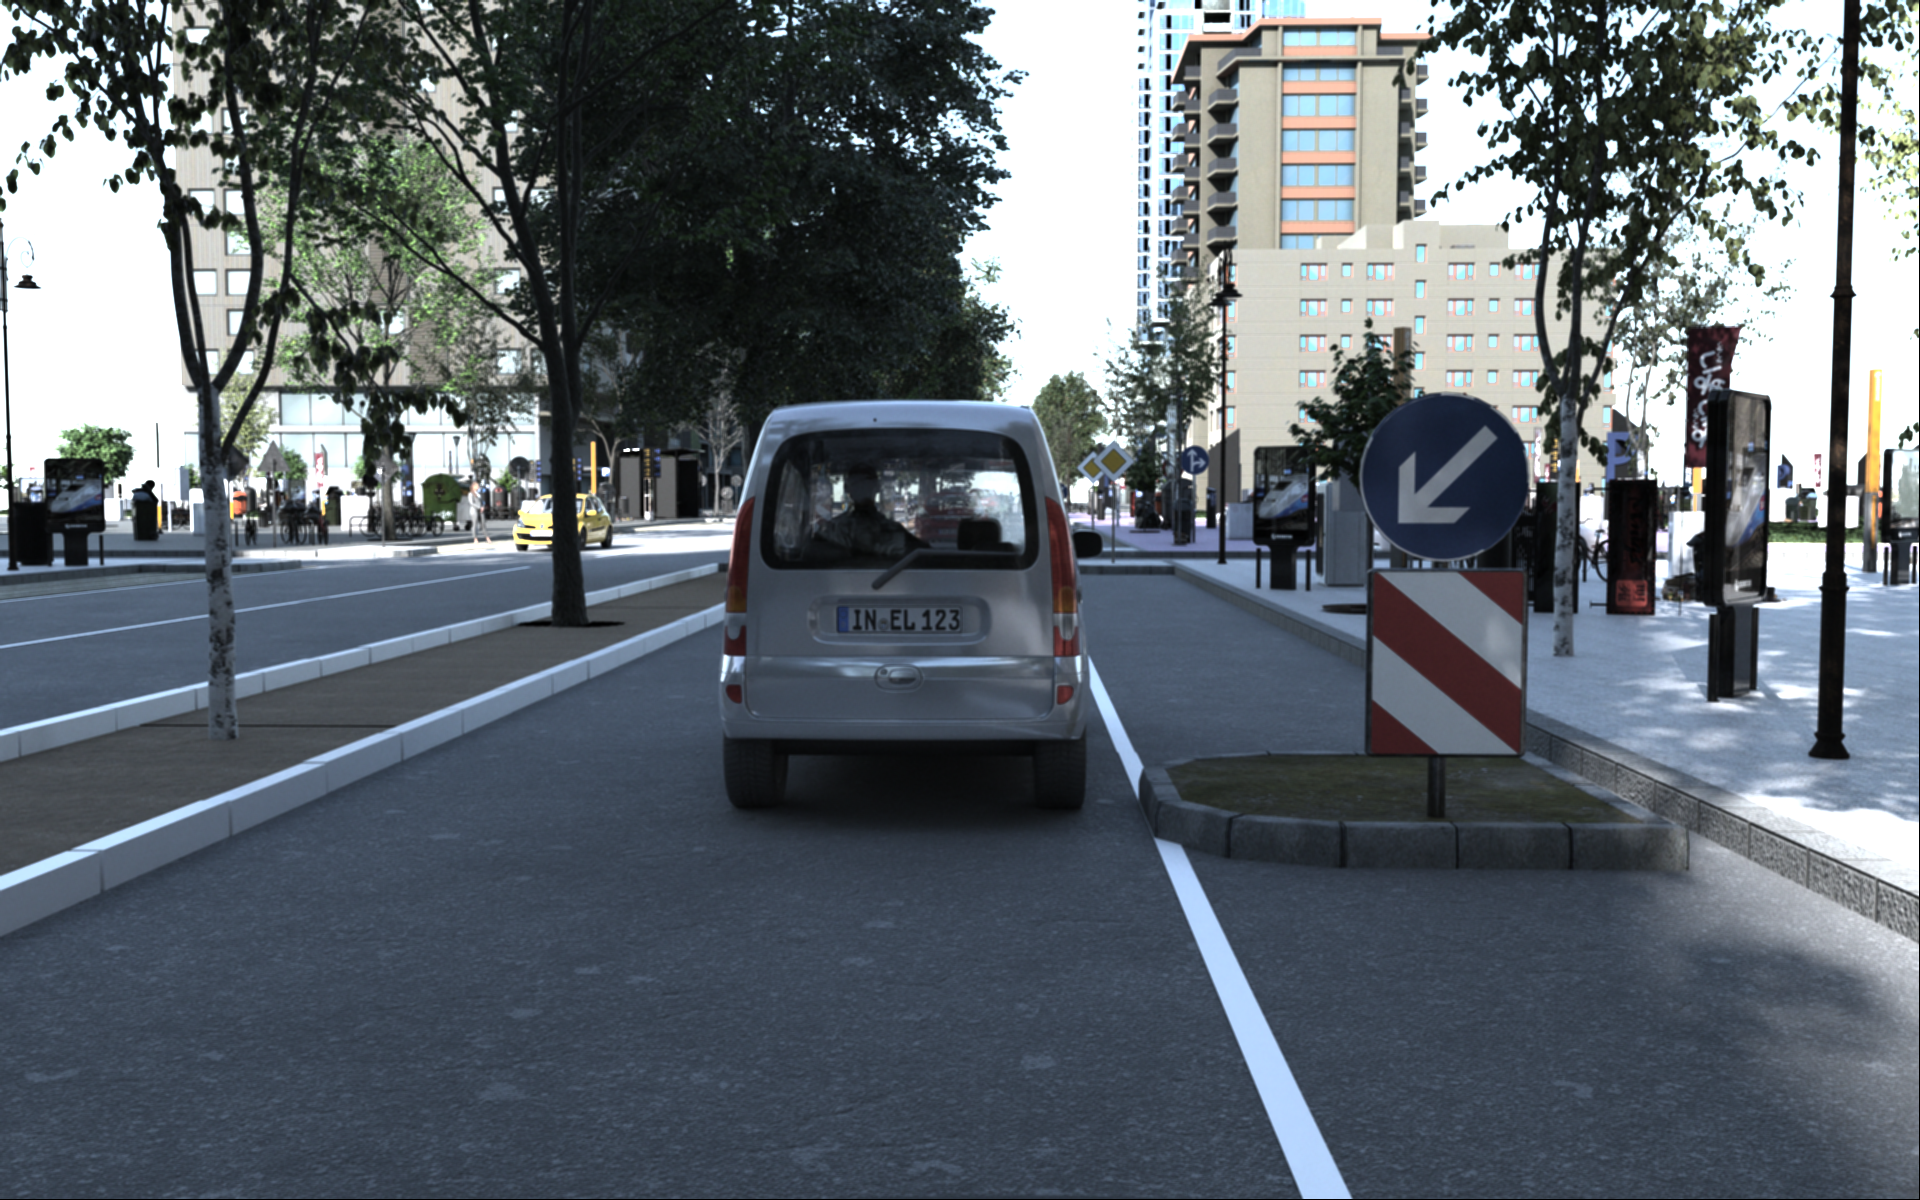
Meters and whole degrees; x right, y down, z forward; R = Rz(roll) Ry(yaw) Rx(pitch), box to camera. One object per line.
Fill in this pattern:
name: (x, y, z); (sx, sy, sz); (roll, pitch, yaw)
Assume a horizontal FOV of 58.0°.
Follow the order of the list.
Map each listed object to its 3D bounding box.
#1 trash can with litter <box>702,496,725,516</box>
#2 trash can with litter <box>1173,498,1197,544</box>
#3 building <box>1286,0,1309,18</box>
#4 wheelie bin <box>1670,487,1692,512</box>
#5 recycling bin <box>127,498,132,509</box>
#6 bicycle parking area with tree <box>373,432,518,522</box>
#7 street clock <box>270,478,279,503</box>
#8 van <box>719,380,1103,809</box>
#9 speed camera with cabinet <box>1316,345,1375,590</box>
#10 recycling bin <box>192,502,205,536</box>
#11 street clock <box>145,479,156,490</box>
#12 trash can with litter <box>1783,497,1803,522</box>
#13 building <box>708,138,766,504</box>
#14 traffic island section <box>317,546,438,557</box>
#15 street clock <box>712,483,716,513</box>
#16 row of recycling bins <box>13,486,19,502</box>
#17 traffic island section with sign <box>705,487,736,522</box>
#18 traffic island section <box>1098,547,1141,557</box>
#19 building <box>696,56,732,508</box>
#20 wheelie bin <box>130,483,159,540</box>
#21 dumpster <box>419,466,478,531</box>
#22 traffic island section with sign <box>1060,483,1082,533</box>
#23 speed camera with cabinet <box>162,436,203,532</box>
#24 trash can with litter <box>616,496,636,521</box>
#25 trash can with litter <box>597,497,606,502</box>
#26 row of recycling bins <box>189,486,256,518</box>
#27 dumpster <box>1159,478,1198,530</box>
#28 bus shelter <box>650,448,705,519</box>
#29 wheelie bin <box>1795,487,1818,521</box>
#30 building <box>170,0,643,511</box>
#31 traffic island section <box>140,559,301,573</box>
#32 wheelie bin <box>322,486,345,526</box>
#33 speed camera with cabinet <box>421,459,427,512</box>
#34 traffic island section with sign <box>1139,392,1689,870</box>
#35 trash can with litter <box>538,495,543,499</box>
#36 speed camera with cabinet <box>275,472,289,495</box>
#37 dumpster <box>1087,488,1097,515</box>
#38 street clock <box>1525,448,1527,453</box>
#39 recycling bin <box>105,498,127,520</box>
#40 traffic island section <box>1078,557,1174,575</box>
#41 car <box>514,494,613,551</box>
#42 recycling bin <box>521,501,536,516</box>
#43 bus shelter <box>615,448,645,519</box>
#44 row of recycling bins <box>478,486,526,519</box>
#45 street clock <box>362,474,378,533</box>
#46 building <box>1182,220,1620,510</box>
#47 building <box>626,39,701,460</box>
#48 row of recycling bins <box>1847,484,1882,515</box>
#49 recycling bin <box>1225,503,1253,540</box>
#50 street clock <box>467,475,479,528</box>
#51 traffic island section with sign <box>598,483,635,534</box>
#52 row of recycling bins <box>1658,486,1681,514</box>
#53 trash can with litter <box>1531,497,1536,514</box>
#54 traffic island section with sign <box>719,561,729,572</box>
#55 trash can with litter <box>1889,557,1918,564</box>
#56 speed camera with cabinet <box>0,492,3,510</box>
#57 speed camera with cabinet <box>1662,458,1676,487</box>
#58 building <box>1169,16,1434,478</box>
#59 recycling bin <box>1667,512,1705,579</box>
trash can with litter: (-14.919, -5.534, 101.541); (2.233, 1.210, 1.678); (0, 3, 0)
trash can with litter: (5.830, -2.057, 45.017); (0.624, 1.170, 1.055); (1, 4, 8)
building: (33.292, -55.779, 224.658); (22.319, 86.520, 31.000); (0, 4, 2)
wheelie bin: (31.739, -4.168, 76.051); (0.980, 1.594, 0.693); (0, 4, -4)
recycling bin: (-47.994, -5.327, 99.658); (0.722, 1.027, 0.722); (2, 4, 30)
bicycle parking area with tree: (-25.020, -5.876, 83.070); (9.016, 4.147, 8.231); (1, 4, 20)
street clock: (-31.656, -4.604, 79.849); (0.471, 2.002, 0.358); (0, 4, -6)
van: (-0.209, -0.138, 9.269); (2.013, 2.044, 4.112); (0, 4, 1)
speed camera with cabinet: (5.329, -1.803, 23.820); (0.660, 3.252, 2.038); (0, 4, 4)
recycling bin: (-23.301, -2.521, 53.781); (0.722, 1.027, 0.722); (2, 4, 27)
street clock: (-39.858, -4.936, 85.278); (0.471, 2.002, 0.358); (-3, 5, -42)
trash can with litter: (33.088, -3.513, 68.823); (0.624, 1.170, 1.055); (2, 4, 32)
building: (-33.093, -37.076, 225.797); (23.786, 49.044, 30.456); (0, 4, 2)
traffic island section: (-13.575, -1.128, 40.728); (2.009, 0.180, 2.903); (0, 4, 2)
street clock: (-16.426, -6.823, 116.123); (0.358, 2.002, 0.471); (-3, 5, -43)
row of recycling bins: (-47.827, -4.991, 88.708); (1.069, 1.692, 3.534); (-1, 4, -9)
traffic island section with sign: (-12.119, -4.973, 89.942); (1.989, 1.847, 2.006); (0, 4, 2)
traffic island section: (3.109, -1.098, 40.230); (2.009, 0.180, 2.903); (0, 4, 2)
building: (-33.273, -44.637, 168.069); (20.563, 71.187, 20.611); (0, 4, 2)
wheelie bin: (-22.662, -2.460, 48.129); (0.693, 1.594, 0.980); (-3, 4, -36)
dumpster: (-17.758, -3.525, 60.127); (1.502, 2.255, 1.985); (0, 4, 2)
traffic island section with sign: (3.437, -3.298, 62.553); (1.989, 1.847, 2.006); (0, 4, 2)
speed camera with cabinet: (-26.268, -3.978, 59.379); (2.038, 3.252, 0.660); (1, 4, 13)
trash can with litter: (-16.822, -4.491, 84.482); (2.233, 1.210, 1.678); (-1, 4, -15)
trash can with litter: (-18.981, -4.971, 92.670); (0.624, 1.170, 1.055); (-3, 4, -36)
row of recycling bins: (-39.952, -5.310, 93.932); (1.069, 1.692, 3.534); (3, 5, 44)
dumpster: (7.862, -3.454, 62.233); (1.264, 1.857, 1.865); (0, 4, 2)
bus shelter: (-14.839, -6.121, 91.361); (1.731, 3.624, 6.357); (0, 4, 2)
wheelie bin: (42.997, -4.905, 88.102); (0.693, 1.594, 0.980); (-3, 5, -43)
building: (-39.460, -33.053, 129.662); (28.713, 52.752, 27.495); (0, 4, 2)
traffic island section: (-13.813, -0.640, 32.747); (2.009, 0.180, 2.903); (0, 4, 2)
wheelie bin: (-25.532, -3.842, 70.729); (0.693, 1.594, 0.980); (1, 4, 13)
speed camera with cabinet: (-29.984, -6.323, 97.721); (0.660, 3.252, 2.038); (-1, 4, -22)
traffic island section with sign: (1.814, 0.065, 7.563); (1.989, 1.847, 2.006); (0, 4, 2)
trash can with litter: (-24.917, -5.533, 101.517); (2.233, 1.210, 1.678); (0, 4, -2)
speed camera with cabinet: (-42.193, -7.011, 108.972); (0.660, 3.252, 2.038); (1, 4, 16)
dumpster: (8.305, -6.038, 104.482); (1.264, 1.857, 1.865); (0, 4, 2)
street clock: (6.836, -1.052, 21.767); (0.471, 2.002, 0.358); (0, 4, -3)
recycling bin: (-41.231, -4.396, 84.430); (0.722, 1.027, 0.722); (-1, 4, -9)
traffic island section: (2.871, -0.610, 32.248); (2.009, 0.180, 2.903); (0, 4, 2)
car: (-10.223, -2.109, 44.700); (2.015, 1.641, 3.980); (0, 4, 3)
recycling bin: (-15.892, -3.159, 64.199); (0.722, 1.027, 0.722); (-2, 4, -32)
bus shelter: (-16.651, -6.112, 91.214); (1.731, 3.624, 6.357); (0, 4, 2)
row of recycling bins: (-23.938, -4.969, 88.355); (3.534, 1.692, 1.069); (-1, 4, -12)
street clock: (-19.627, -3.250, 57.700); (0.471, 2.002, 0.358); (1, 4, 12)
building: (32.847, -17.828, 136.534); (27.650, 21.520, 28.899); (0, 4, 2)
building: (-30.898, -28.582, 150.914); (14.154, 41.232, 14.086); (0, 4, 2)
row of recycling bins: (38.296, -4.077, 73.765); (1.069, 1.692, 3.534); (0, 4, 7)
recycling bin: (7.875, -2.214, 48.753); (0.722, 1.027, 0.722); (0, 4, 1)
street clock: (-18.503, -3.742, 65.748); (0.471, 2.002, 0.358); (-2, 4, -28)
traffic island section with sign: (-12.918, -3.325, 62.999); (1.989, 1.847, 2.006); (0, 4, 2)
row of recycling bins: (36.198, -4.989, 88.685); (3.534, 1.692, 1.069); (-3, 5, -44)
trash can with litter: (32.026, -5.110, 94.604); (1.678, 1.210, 2.233); (-3, 5, -42)
traffic island section with sign: (-3.426, -1.501, 32.673); (2.006, 1.907, 1.989); (0, 4, 2)
trash can with litter: (17.991, -1.270, 31.824); (2.233, 1.210, 1.678); (0, 4, -7)
speed camera with cabinet: (-64.702, -7.368, 114.799); (0.660, 3.252, 2.038); (3, 5, 40)
speed camera with cabinet: (38.991, -6.202, 95.735); (0.660, 3.252, 2.038); (1, 4, 9)
building: (31.537, -31.198, 164.705); (22.147, 44.769, 28.867); (0, 4, 2)
recycling bin: (10.394, -0.725, 24.409); (0.722, 1.027, 0.722); (1, 4, 17)
